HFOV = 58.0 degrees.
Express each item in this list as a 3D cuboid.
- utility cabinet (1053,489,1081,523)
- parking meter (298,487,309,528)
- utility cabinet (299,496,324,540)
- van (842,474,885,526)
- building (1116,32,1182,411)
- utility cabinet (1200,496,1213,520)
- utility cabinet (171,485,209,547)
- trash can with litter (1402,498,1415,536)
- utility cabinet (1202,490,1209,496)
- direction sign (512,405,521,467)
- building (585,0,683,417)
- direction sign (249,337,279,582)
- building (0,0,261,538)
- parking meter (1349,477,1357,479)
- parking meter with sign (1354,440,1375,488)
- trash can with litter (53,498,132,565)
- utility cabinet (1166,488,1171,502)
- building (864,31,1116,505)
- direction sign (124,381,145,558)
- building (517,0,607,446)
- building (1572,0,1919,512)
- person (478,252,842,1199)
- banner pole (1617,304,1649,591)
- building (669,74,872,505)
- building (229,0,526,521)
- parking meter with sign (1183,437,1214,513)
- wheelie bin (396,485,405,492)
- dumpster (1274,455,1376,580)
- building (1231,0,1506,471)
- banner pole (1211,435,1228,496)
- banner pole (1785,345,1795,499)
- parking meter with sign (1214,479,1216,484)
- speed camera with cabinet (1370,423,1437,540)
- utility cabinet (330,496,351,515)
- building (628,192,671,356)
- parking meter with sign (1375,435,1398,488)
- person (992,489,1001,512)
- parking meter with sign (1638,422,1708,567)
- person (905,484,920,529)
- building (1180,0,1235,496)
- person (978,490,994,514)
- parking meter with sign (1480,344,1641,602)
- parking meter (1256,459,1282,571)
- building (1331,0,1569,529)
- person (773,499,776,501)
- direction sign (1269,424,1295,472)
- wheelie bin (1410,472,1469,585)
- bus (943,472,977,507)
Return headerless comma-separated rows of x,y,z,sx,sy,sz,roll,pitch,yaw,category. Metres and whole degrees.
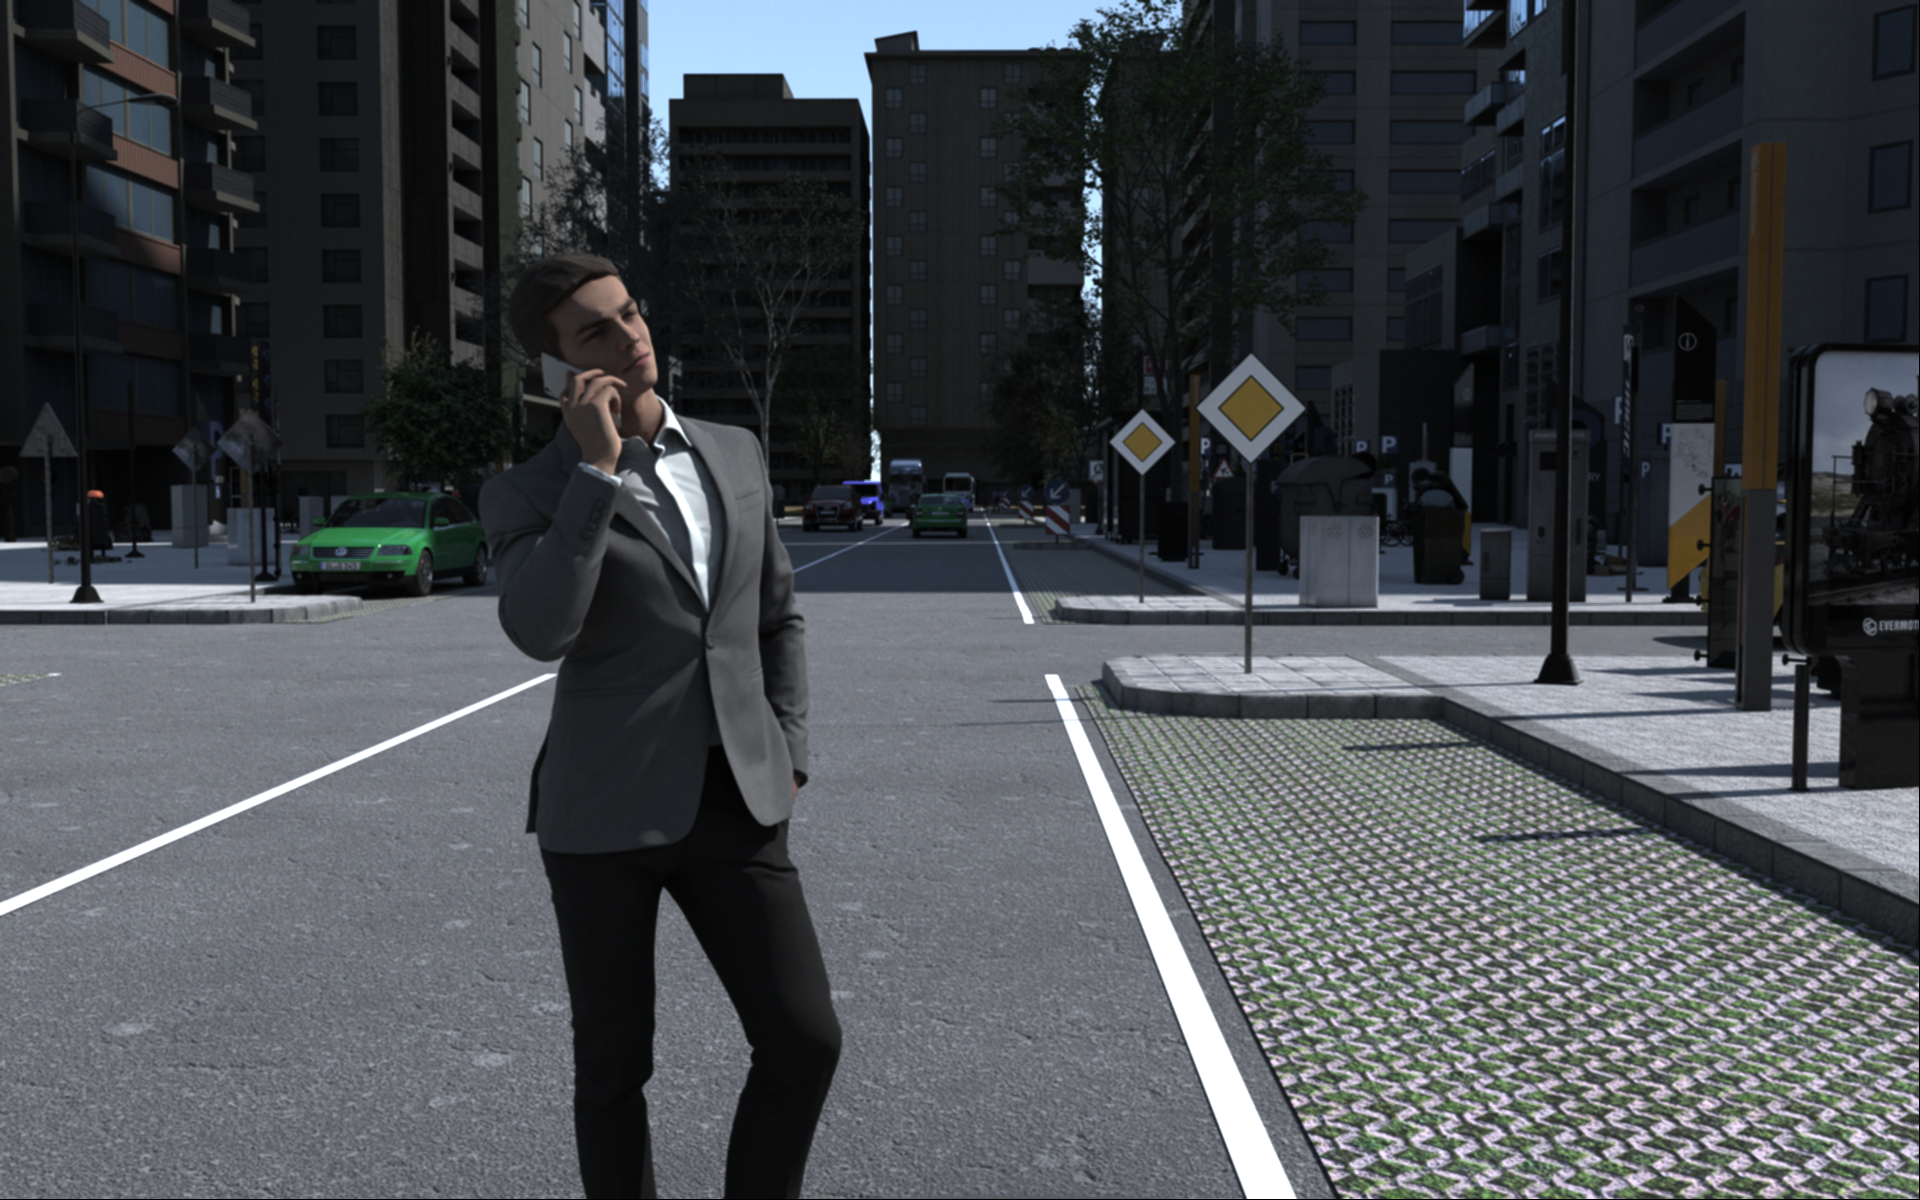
4.604,-4.026,74.497,1.173,1.500,0.318,0,4,6,utility cabinet
-24.502,-3.441,64.670,0.372,1.533,0.369,0,3,0,parking meter
-16.819,-2.067,44.955,0.306,1.237,1.020,0,4,-1,utility cabinet
-4.556,-4.631,80.106,2.240,2.365,5.245,0,4,-1,van
30.795,-37.767,206.736,27.495,52.752,28.713,0,4,1,building
9.577,-3.556,69.300,1.020,1.237,0.306,1,4,23,utility cabinet
-18.455,-2.006,41.476,0.318,1.500,1.173,0,4,3,utility cabinet
14.100,-2.564,53.311,0.624,1.170,1.055,-1,4,-23,trash can with litter
13.604,-5.295,95.254,0.318,1.500,1.173,2,4,26,utility cabinet
-11.131,-3.155,43.589,0.379,3.537,0.876,0,4,-4,direction sign
-38.890,-50.915,145.128,31.000,86.520,22.319,0,4,1,building
-10.248,-2.045,25.428,0.379,3.537,0.876,0,4,-6,direction sign
-37.101,-24.573,56.400,22.147,44.769,28.867,0,4,1,building
6.139,-1.348,27.753,0.399,1.863,0.255,-2,4,-24,parking meter
13.569,-3.691,56.606,0.543,3.016,1.738,3,5,44,parking meter with sign
-16.324,-1.293,32.198,1.678,1.210,2.233,0,4,-4,trash can with litter
7.986,-3.334,63.183,1.173,1.500,0.318,-3,5,-43,utility cabinet
3.297,-37.751,206.469,27.495,52.752,28.713,0,4,1,building
-16.758,-2.634,35.065,0.379,3.537,0.876,-1,4,-22,direction sign
-37.924,-31.773,108.730,28.713,52.752,27.495,0,4,1,building
63.950,-36.886,145.080,28.212,58.520,21.231,0,4,1,building
-0.455,0.360,2.788,0.592,1.802,0.473,-1,4,-20,person
8.826,-2.005,22.800,0.401,3.779,0.863,3,4,39,banner pole
-21.662,-35.471,203.657,21.600,48.544,21.300,0,4,1,building
-30.524,-19.236,86.209,14.160,30.474,14.107,0,4,1,building
6.976,-3.520,53.814,0.543,3.016,1.738,-3,4,-39,parking meter with sign
-20.293,-3.367,62.954,0.693,1.594,0.980,-1,4,-23,wheelie bin
5.604,-1.274,26.591,1.264,1.857,1.865,0,4,1,dumpster
29.678,-35.355,120.061,21.231,58.520,28.212,0,4,1,building
10.901,-5.090,73.234,0.863,3.779,0.401,1,4,15,banner pole
13.913,-2.382,28.968,0.401,3.779,0.863,1,4,11,banner pole
13.128,-5.646,88.576,1.738,3.016,0.543,-3,5,-39,parking meter with sign
12.140,-3.285,48.049,2.038,3.252,0.660,1,4,23,speed camera with cabinet
-18.913,-2.594,53.574,1.020,1.237,0.306,-1,4,-16,utility cabinet
-44.421,-31.681,209.863,23.993,40.220,32.217,0,4,1,building
12.546,-3.334,50.767,0.543,3.016,1.738,1,4,14,parking meter with sign
2.864,-7.879,137.192,0.709,1.838,0.599,0,4,3,person
12.397,-2.095,30.515,1.738,3.016,0.543,-1,4,-13,parking meter with sign
-1.907,-3.863,71.622,0.822,1.834,0.622,-1,4,-20,person
30.477,-31.940,145.913,21.300,48.544,21.600,0,4,1,building
1.891,-7.202,126.965,1.217,1.743,0.721,1,4,13,person
7.158,-1.497,20.743,1.738,3.016,0.543,1,4,19,parking meter with sign
5.174,-1.424,28.986,0.399,1.863,0.255,-3,4,-38,parking meter
29.797,-46.308,69.808,22.319,86.520,31.000,0,4,1,building
-18.780,-10.189,175.811,0.721,1.743,1.217,-2,4,-32,person
10.468,-3.938,56.380,0.876,3.537,0.379,3,4,37,direction sign
6.814,-1.028,24.710,0.693,1.594,0.980,0,4,-6,wheelie bin
-0.032,-10.028,158.810,2.948,3.499,13.247,0,4,1,bus
